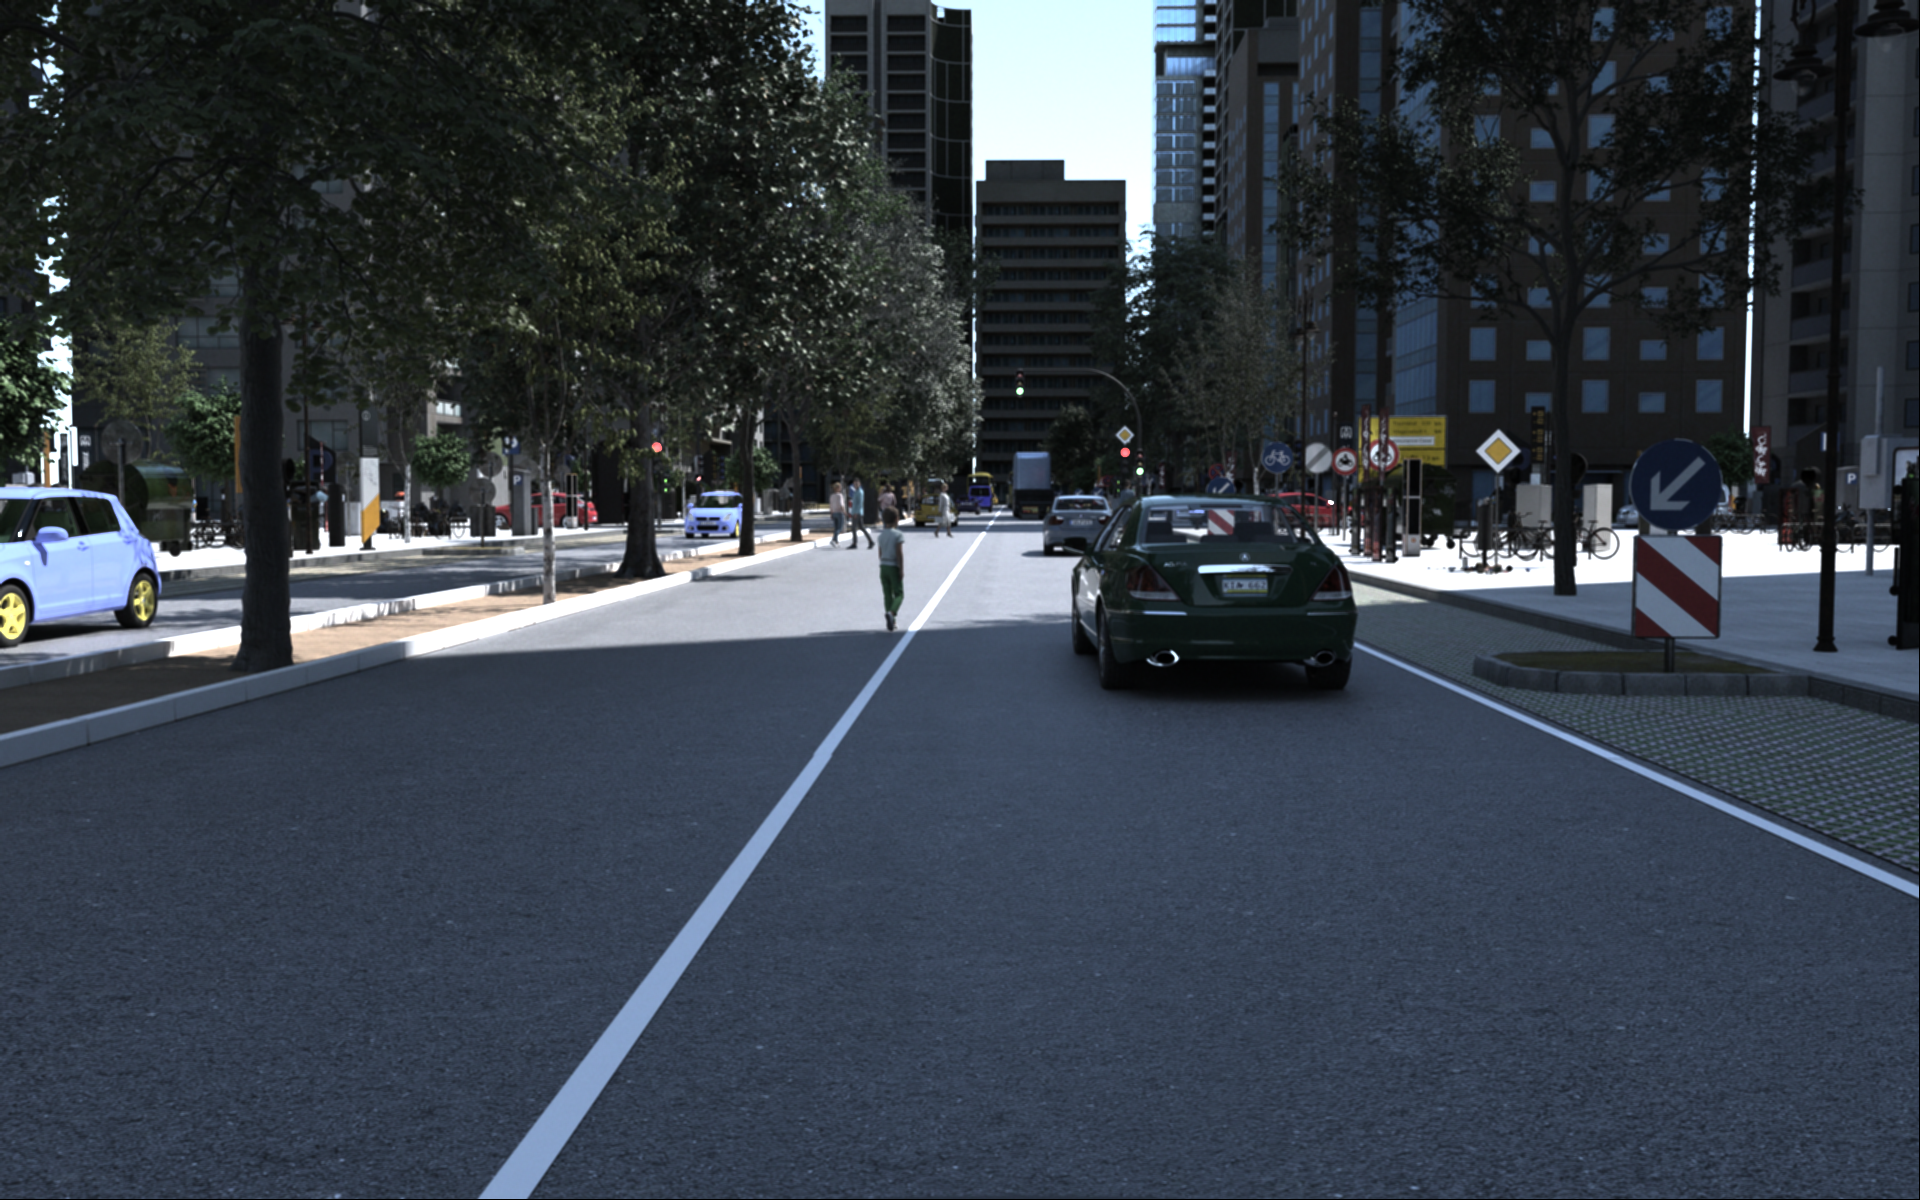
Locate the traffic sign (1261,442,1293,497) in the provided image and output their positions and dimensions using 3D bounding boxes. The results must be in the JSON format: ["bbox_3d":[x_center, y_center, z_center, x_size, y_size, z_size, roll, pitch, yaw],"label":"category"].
[{"bbox_3d":[7.751,-2.585,42.370,0.768,2.556,0.104,0,4,5],"label":"traffic sign"}]

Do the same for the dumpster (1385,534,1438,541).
[{"bbox_3d":[12.566,-2.813,48.481,1.502,2.255,1.985,0,4,2],"label":"dumpster"}]

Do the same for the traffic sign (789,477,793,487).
[{"bbox_3d":[-12.203,-7.761,127.004,0.768,2.556,0.104,0,4,7],"label":"traffic sign"}]

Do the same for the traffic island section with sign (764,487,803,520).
[{"bbox_3d":[-9.750,-5.355,96.179,1.989,1.847,2.006,0,4,2],"label":"traffic island section with sign"}]

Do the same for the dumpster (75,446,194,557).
[{"bbox_3d":[-16.493,-1.965,34.616,1.502,2.255,1.985,0,4,2],"label":"dumpster"}]

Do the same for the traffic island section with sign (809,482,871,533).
[{"bbox_3d":[-4.454,-3.395,63.650,2.006,1.907,1.989,0,4,2],"label":"traffic island section with sign"}]

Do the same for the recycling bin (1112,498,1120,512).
[{"bbox_3d":[10.058,-5.884,108.764,0.722,1.027,0.722,-3,4,-36],"label":"recycling bin"}]

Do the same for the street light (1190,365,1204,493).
[{"bbox_3d":[8.568,-5.480,62.381,0.468,5.910,1.993,0,4,2],"label":"street light"}]

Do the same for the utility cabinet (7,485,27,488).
[{"bbox_3d":[-22.666,-1.969,40.870,0.318,1.500,1.173,3,5,41],"label":"utility cabinet"}]

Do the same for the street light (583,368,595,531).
[{"bbox_3d":[-13.158,-5.382,60.790,0.468,5.910,1.993,0,4,2],"label":"street light"}]

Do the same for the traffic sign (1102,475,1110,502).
[{"bbox_3d":[9.923,-7.113,116.398,0.768,2.556,0.104,1,4,10],"label":"traffic sign"}]

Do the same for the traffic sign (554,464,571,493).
[{"bbox_3d":[-17.011,-4.523,74.049,0.768,2.556,0.104,0,4,5],"label":"traffic sign"}]

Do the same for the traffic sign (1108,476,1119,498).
[{"bbox_3d":[10.196,-6.994,114.461,0.768,2.556,0.104,1,4,11],"label":"traffic sign"}]

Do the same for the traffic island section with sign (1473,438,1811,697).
[{"bbox_3d":[5.025,-0.276,13.141,1.989,1.847,2.006,0,4,2],"label":"traffic island section with sign"}]

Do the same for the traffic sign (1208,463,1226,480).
[{"bbox_3d":[10.632,-4.370,71.550,0.768,2.556,0.104,0,4,5],"label":"traffic sign"}]

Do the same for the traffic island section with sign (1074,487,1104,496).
[{"bbox_3d":[7.546,-5.380,96.594,1.989,1.847,2.006,0,4,2],"label":"traffic island section with sign"}]

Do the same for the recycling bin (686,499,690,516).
[{"bbox_3d":[-17.575,-6.189,113.745,0.722,1.027,0.722,-1,4,-11],"label":"recycling bin"}]

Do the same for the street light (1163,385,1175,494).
[{"bbox_3d":[8.833,-6.148,73.308,0.468,5.910,1.993,0,4,2],"label":"street light"}]

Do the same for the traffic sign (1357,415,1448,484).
[{"bbox_3d":[11.450,-3.123,44.941,2.265,3.308,0.079,1,4,9],"label":"traffic sign"}]

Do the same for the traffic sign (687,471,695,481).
[{"bbox_3d":[-15.001,-5.948,97.348,0.768,2.556,0.104,0,4,7],"label":"traffic sign"}]

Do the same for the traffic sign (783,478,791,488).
[{"bbox_3d":[-13.901,-8.542,139.668,0.884,2.594,0.081,0,4,3],"label":"traffic sign"}]

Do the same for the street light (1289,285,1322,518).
[{"bbox_3d":[7.662,-4.023,38.559,0.468,5.910,1.993,0,4,2],"label":"street light"}]

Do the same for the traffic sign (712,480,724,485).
[{"bbox_3d":[-13.879,-6.059,99.172,0.768,2.556,0.104,1,4,10],"label":"traffic sign"}]

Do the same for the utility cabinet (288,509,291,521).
[{"bbox_3d":[-24.037,-3.104,61.915,0.306,1.237,1.020,-1,4,-18],"label":"utility cabinet"}]

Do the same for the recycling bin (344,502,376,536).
[{"bbox_3d":[-18.492,-2.493,53.318,0.722,1.027,0.722,2,4,32],"label":"recycling bin"}]

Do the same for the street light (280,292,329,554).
[{"bbox_3d":[-13.884,-3.914,36.780,0.468,5.910,1.993,0,4,2],"label":"street light"}]

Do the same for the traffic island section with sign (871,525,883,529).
[{"bbox_3d":[-4.221,-3.848,71.054,2.006,1.907,1.989,0,4,2],"label":"traffic island section with sign"}]

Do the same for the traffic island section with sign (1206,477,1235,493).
[{"bbox_3d":[5.838,-1.924,40.084,1.989,1.847,2.006,0,4,2],"label":"traffic island section with sign"}]

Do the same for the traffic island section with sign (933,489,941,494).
[{"bbox_3d":[-1.961,-8.442,146.158,2.006,1.907,1.989,0,4,2],"label":"traffic island section with sign"}]

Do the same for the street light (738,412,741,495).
[{"bbox_3d":[-12.170,-7.537,96.025,0.468,5.910,1.993,0,4,2],"label":"street light"}]

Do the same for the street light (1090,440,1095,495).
[{"bbox_3d":[11.025,-10.520,144.789,0.468,5.910,1.993,0,4,2],"label":"street light"}]

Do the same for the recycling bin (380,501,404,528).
[{"bbox_3d":[-20.793,-3.116,63.505,0.722,1.027,0.722,0,4,-4],"label":"recycling bin"}]

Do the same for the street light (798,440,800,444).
[{"bbox_3d":[-11.355,-9.012,120.130,0.468,5.910,1.993,0,4,2],"label":"street light"}]

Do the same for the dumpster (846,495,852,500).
[{"bbox_3d":[-8.764,-7.800,135.751,1.865,1.857,1.264,0,4,3],"label":"dumpster"}]

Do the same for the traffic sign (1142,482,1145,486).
[{"bbox_3d":[13.088,-7.409,121.244,0.768,2.556,0.104,0,4,2],"label":"traffic sign"}]

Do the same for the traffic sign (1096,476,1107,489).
[{"bbox_3d":[10.100,-7.514,122.859,0.884,2.594,0.081,1,4,10],"label":"traffic sign"}]

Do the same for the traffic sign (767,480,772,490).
[{"bbox_3d":[-14.045,-7.610,126.554,0.606,2.300,0.079,0,4,5],"label":"traffic sign"}]

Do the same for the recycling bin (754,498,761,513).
[{"bbox_3d":[-13.633,-6.256,114.845,0.722,1.027,0.722,1,4,15],"label":"recycling bin"}]

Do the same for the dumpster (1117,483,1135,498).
[{"bbox_3d":[12.023,-7.427,123.926,1.502,2.255,1.985,0,4,2],"label":"dumpster"}]

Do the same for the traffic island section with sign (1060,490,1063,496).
[{"bbox_3d":[8.374,-7.063,124.100,1.989,1.847,2.006,0,4,2],"label":"traffic island section with sign"}]

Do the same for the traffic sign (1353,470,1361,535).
[{"bbox_3d":[12.457,-3.291,53.917,0.768,2.556,0.104,0,4,3],"label":"traffic sign"}]

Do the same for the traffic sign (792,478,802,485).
[{"bbox_3d":[-11.739,-7.621,124.717,0.768,2.556,0.104,0,4,4],"label":"traffic sign"}]

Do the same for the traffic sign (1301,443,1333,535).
[{"bbox_3d":[8.872,-2.629,43.087,0.768,2.556,0.104,0,4,7],"label":"traffic sign"}]

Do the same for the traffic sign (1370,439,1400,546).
[{"bbox_3d":[9.606,-2.408,39.470,0.768,2.556,0.104,0,4,6],"label":"traffic sign"}]

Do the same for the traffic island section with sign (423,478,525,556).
[{"bbox_3d":[-11.413,-1.977,40.946,1.989,1.847,2.006,0,4,2],"label":"traffic island section with sign"}]

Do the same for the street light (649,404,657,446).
[{"bbox_3d":[-12.802,-6.054,71.765,0.468,5.910,1.993,0,4,2],"label":"street light"}]

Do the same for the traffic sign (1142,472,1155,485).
[{"bbox_3d":[10.714,-6.022,98.561,0.768,2.556,0.104,1,4,9],"label":"traffic sign"}]

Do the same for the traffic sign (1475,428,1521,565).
[{"bbox_3d":[9.472,-1.796,30.544,0.795,2.450,0.064,0,4,6],"label":"traffic sign"}]

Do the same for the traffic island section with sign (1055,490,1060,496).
[{"bbox_3d":[10.668,-11.707,200.036,1.989,1.847,2.006,0,4,2],"label":"traffic island section with sign"}]

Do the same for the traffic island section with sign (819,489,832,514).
[{"bbox_3d":[-8.920,-7.009,123.223,1.989,1.847,2.006,0,4,2],"label":"traffic island section with sign"}]

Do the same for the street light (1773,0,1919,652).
[{"bbox_3d":[7.065,-2.518,13.959,0.468,5.910,1.993,0,4,2],"label":"street light"}]

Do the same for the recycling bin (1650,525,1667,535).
[{"bbox_3d":[20.499,-2.319,50.462,0.722,1.027,0.722,1,4,22],"label":"recycling bin"}]

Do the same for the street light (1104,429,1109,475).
[{"bbox_3d":[10.294,-9.063,120.962,0.468,5.910,1.993,0,4,2],"label":"street light"}]
